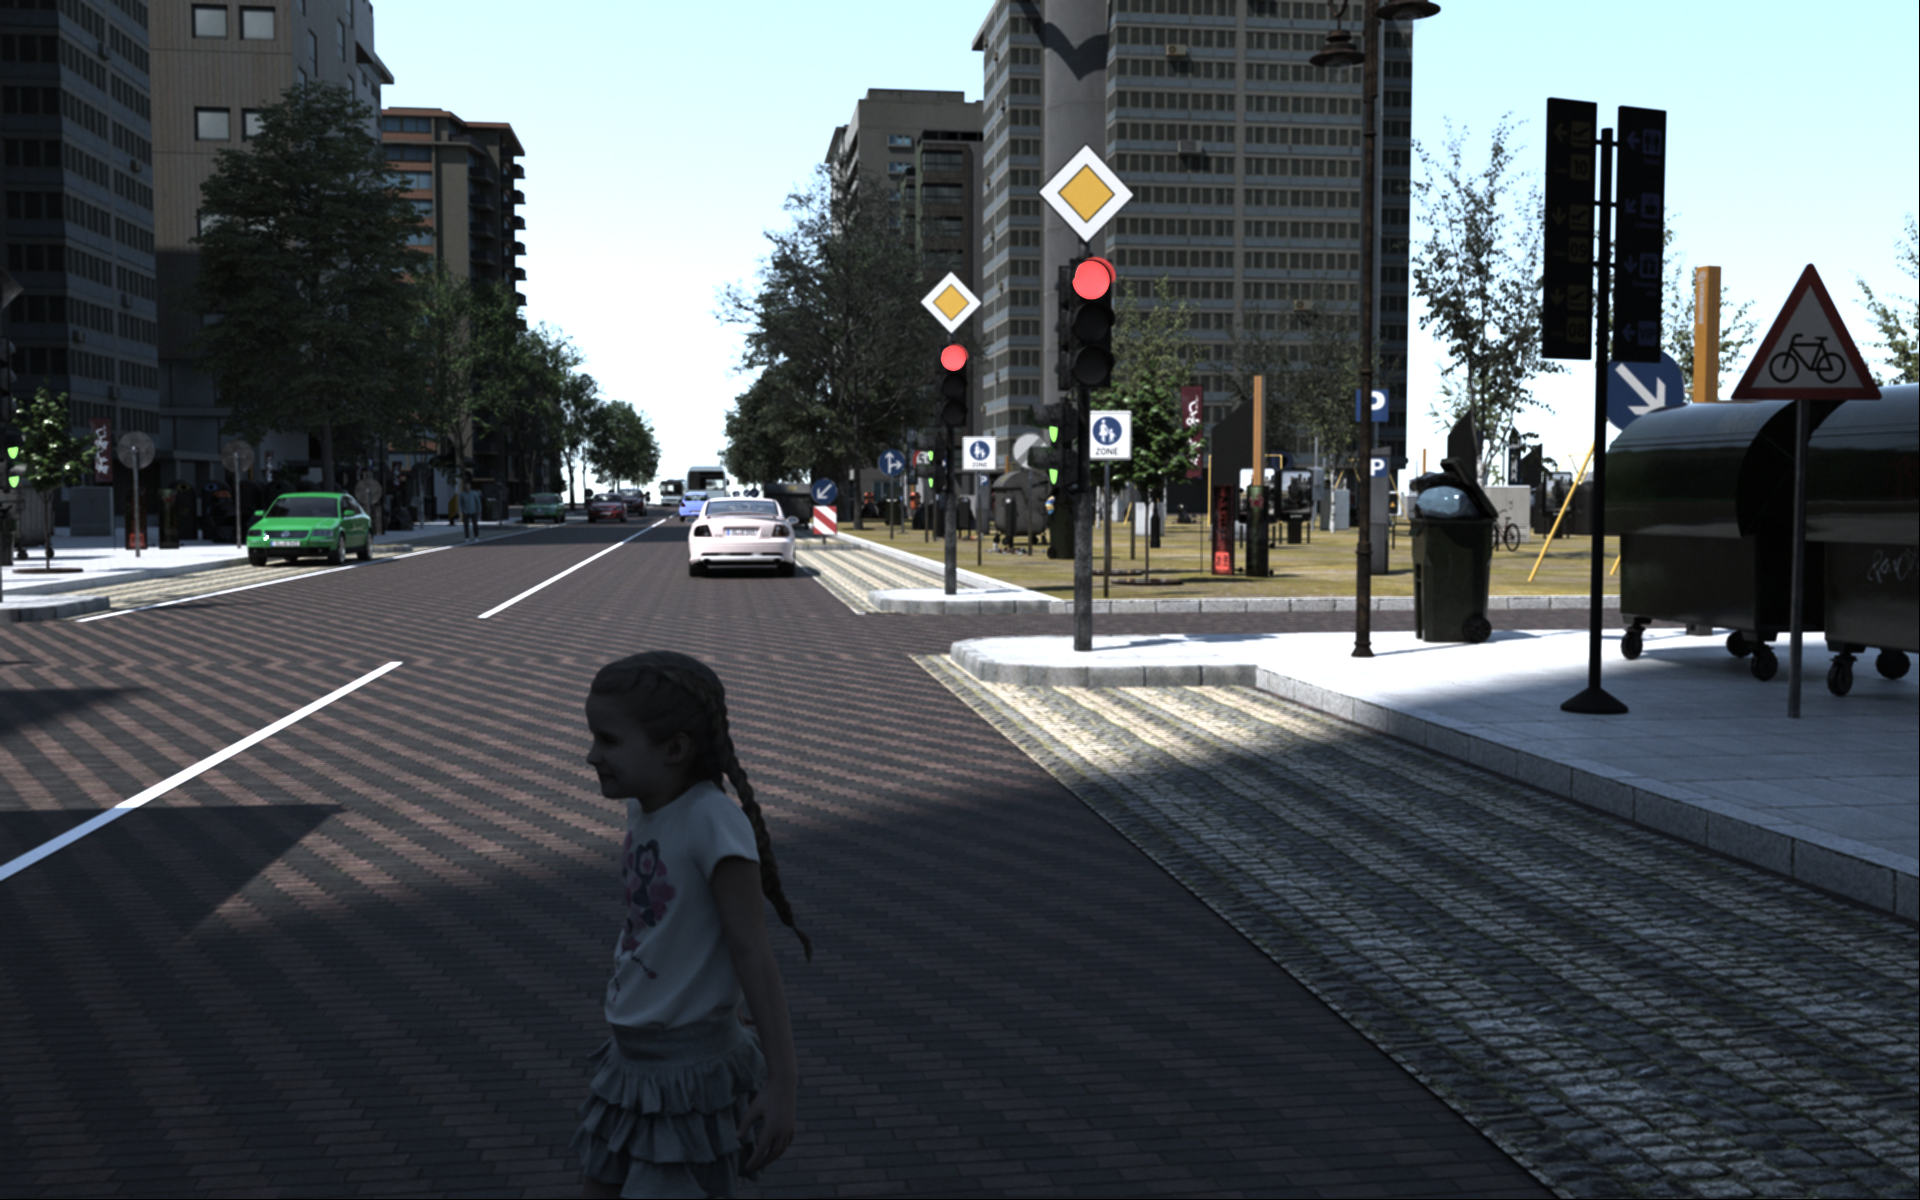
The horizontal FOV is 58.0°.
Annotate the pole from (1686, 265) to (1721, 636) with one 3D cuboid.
[{"bbox_3d":[6.706,-1.331,15.612,0.158,3.312,0.155,0,3,0],"label":"pole"}]

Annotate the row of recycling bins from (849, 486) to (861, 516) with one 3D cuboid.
[{"bbox_3d":[-5.789,-5.251,92.967,1.069,1.692,3.534,0,4,-3],"label":"row of recycling bins"}]

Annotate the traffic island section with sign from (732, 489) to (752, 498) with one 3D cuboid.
[{"bbox_3d":[-18.202,-8.461,146.964,1.989,1.847,2.006,0,4,-8],"label":"traffic island section with sign"}]

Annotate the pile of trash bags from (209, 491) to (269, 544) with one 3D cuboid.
[{"bbox_3d":[-19.012,-2.218,46.023,3.447,1.369,1.912,3,5,43],"label":"pile of trash bags"}]

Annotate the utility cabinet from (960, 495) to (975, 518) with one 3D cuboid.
[{"bbox_3d":[0.523,-4.789,89.467,1.020,1.237,0.306,0,4,5],"label":"utility cabinet"}]

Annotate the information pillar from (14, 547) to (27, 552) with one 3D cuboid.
[{"bbox_3d":[-21.079,-2.090,38.657,0.304,2.012,0.304,0,4,-1],"label":"information pillar"}]

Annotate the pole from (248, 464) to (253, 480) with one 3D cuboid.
[{"bbox_3d":[-32.329,-5.206,78.958,0.158,3.312,0.155,0,3,0],"label":"pole"}]

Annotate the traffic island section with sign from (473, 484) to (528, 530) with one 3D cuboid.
[{"bbox_3d":[-18.403,-3.719,69.436,1.989,1.847,2.006,0,4,-8],"label":"traffic island section with sign"}]

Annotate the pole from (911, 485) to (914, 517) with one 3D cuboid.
[{"bbox_3d":[-2.664,-6.313,97.066,0.158,3.312,0.155,0,3,0],"label":"pole"}]

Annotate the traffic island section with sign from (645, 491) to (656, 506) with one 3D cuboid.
[{"bbox_3d":[-40.983,-13.415,227.960,1.989,1.847,2.006,0,4,-8],"label":"traffic island section with sign"}]

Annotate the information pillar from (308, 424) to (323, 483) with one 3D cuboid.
[{"bbox_3d":[-20.017,-3.831,53.993,0.504,3.616,0.183,-1,4,-22],"label":"information pillar"}]

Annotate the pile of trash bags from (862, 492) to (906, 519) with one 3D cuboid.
[{"bbox_3d":[-3.377,-4.866,89.313,3.447,1.369,1.912,-3,5,-44],"label":"pile of trash bags"}]

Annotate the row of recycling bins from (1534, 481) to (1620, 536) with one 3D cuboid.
[{"bbox_3d":[19.486,-2.890,54.362,1.069,1.692,3.534,-2,4,-29],"label":"row of recycling bins"}]

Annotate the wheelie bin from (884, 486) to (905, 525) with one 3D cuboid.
[{"bbox_3d":[-2.677,-3.852,70.881,0.980,1.594,0.693,2,4,24],"label":"wheelie bin"}]

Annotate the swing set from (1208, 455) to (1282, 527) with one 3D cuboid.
[{"bbox_3d":[11.297,-4.389,69.373,3.119,2.851,2.862,1,4,9],"label":"swing set"}]

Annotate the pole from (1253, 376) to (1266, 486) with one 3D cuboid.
[{"bbox_3d":[5.172,-2.209,29.962,0.158,3.312,0.155,0,3,0],"label":"pole"}]

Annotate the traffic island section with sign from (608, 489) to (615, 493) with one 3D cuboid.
[{"bbox_3d":[-29.331,-8.408,146.093,1.989,1.847,2.006,0,4,-8],"label":"traffic island section with sign"}]

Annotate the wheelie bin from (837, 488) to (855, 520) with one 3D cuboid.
[{"bbox_3d":[-5.614,-4.710,84.910,0.980,1.594,0.693,-2,4,-29],"label":"wheelie bin"}]

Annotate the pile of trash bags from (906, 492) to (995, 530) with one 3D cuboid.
[{"bbox_3d":[0.059,-3.210,62.230,3.447,1.369,1.912,-1,4,-18],"label":"pile of trash bags"}]

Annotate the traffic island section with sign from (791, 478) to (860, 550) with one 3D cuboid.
[{"bbox_3d":[-3.654,-2.207,44.713,1.989,1.847,2.006,0,4,-8],"label":"traffic island section with sign"}]

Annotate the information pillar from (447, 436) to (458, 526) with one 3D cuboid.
[{"bbox_3d":[-20.592,-4.827,70.274,0.504,3.616,0.183,2,4,34],"label":"information pillar"}]

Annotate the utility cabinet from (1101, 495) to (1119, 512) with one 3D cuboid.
[{"bbox_3d":[8.488,-5.306,97.920,1.020,1.237,0.306,1,4,22],"label":"utility cabinet"}]

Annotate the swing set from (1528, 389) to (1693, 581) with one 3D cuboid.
[{"bbox_3d":[10.493,-1.712,25.618,2.862,2.851,3.119,3,5,44],"label":"swing set"}]

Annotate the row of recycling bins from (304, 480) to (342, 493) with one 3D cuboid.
[{"bbox_3d":[-19.817,-2.719,51.572,1.069,1.692,3.534,2,4,26],"label":"row of recycling bins"}]

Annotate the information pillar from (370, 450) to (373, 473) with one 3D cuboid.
[{"bbox_3d":[-31.051,-6.121,91.437,0.183,3.616,0.504,-1,4,-21],"label":"information pillar"}]

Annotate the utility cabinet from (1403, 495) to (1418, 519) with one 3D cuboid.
[{"bbox_3d":[23.022,-4.708,88.129,1.020,1.237,0.306,-2,4,-34],"label":"utility cabinet"}]

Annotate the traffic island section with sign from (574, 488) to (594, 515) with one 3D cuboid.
[{"bbox_3d":[-25.534,-6.775,119.406,1.989,1.847,2.006,0,4,-8],"label":"traffic island section with sign"}]

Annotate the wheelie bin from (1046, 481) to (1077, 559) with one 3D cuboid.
[{"bbox_3d":[2.172,-1.611,34.254,0.980,1.594,0.693,-3,4,-38],"label":"wheelie bin"}]

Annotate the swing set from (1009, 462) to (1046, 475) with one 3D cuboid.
[{"bbox_3d":[3.761,-5.368,85.389,3.119,2.851,2.862,-1,4,-8],"label":"swing set"}]

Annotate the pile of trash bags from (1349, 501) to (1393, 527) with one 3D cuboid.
[{"bbox_3d":[15.539,-3.596,68.542,1.912,1.369,3.447,-2,4,-29],"label":"pile of trash bags"}]

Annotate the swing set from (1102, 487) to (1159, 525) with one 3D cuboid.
[{"bbox_3d":[6.712,-4.697,74.418,3.119,2.851,2.862,3,5,42],"label":"swing set"}]

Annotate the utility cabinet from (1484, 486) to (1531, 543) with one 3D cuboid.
[{"bbox_3d":[14.161,-2.217,44.926,1.173,1.500,0.318,1,4,11],"label":"utility cabinet"}]

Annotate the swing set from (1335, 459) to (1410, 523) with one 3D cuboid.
[{"bbox_3d":[17.944,-4.825,76.508,2.862,2.851,3.119,-1,4,-16],"label":"swing set"}]

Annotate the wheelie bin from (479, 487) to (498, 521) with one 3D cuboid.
[{"bbox_3d":[-22.304,-4.523,81.862,0.980,1.594,0.693,-3,5,-41],"label":"wheelie bin"}]

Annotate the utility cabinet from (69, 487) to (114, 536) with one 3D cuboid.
[{"bbox_3d":[-26.206,-2.666,52.270,1.173,1.500,0.318,0,4,-6],"label":"utility cabinet"}]

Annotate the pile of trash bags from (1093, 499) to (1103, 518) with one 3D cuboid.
[{"bbox_3d":[6.116,-5.015,91.743,1.912,1.369,3.447,2,4,34],"label":"pile of trash bags"}]

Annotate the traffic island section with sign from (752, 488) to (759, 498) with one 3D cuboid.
[{"bbox_3d":[-7.455,-3.839,71.400,1.989,1.847,2.006,0,4,-8],"label":"traffic island section with sign"}]

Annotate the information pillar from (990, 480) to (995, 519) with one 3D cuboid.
[{"bbox_3d":[1.545,-5.088,87.678,0.304,2.012,0.304,-3,5,-43],"label":"information pillar"}]

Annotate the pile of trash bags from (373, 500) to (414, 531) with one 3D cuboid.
[{"bbox_3d":[-20.793,-3.070,59.944,1.912,1.369,3.447,3,4,37],"label":"pile of trash bags"}]

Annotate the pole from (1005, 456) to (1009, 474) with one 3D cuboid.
[{"bbox_3d":[2.499,-6.015,92.183,0.158,3.312,0.155,0,3,0],"label":"pole"}]

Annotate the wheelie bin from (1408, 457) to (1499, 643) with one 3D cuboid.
[{"bbox_3d":[4.283,-0.441,15.124,0.693,1.594,0.980,0,4,3],"label":"wheelie bin"}]

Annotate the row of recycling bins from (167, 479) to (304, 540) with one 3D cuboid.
[{"bbox_3d":[-20.556,-2.550,48.813,3.534,1.692,1.069,0,4,-1],"label":"row of recycling bins"}]

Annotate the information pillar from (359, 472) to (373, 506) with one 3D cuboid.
[{"bbox_3d":[-19.504,-3.207,56.922,0.304,2.012,0.304,3,4,37],"label":"information pillar"}]

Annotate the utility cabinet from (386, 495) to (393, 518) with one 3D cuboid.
[{"bbox_3d":[-30.101,-4.901,91.299,1.020,1.237,0.306,-2,4,-25],"label":"utility cabinet"}]

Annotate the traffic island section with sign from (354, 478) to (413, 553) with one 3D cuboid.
[{"bbox_3d":[-14.581,-2.077,42.588,1.989,1.847,2.006,0,4,-8],"label":"traffic island section with sign"}]

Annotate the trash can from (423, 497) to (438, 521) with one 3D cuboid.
[{"bbox_3d":[-25.442,-4.373,83.150,0.748,1.137,0.748,0,3,0],"label":"trash can"}]
